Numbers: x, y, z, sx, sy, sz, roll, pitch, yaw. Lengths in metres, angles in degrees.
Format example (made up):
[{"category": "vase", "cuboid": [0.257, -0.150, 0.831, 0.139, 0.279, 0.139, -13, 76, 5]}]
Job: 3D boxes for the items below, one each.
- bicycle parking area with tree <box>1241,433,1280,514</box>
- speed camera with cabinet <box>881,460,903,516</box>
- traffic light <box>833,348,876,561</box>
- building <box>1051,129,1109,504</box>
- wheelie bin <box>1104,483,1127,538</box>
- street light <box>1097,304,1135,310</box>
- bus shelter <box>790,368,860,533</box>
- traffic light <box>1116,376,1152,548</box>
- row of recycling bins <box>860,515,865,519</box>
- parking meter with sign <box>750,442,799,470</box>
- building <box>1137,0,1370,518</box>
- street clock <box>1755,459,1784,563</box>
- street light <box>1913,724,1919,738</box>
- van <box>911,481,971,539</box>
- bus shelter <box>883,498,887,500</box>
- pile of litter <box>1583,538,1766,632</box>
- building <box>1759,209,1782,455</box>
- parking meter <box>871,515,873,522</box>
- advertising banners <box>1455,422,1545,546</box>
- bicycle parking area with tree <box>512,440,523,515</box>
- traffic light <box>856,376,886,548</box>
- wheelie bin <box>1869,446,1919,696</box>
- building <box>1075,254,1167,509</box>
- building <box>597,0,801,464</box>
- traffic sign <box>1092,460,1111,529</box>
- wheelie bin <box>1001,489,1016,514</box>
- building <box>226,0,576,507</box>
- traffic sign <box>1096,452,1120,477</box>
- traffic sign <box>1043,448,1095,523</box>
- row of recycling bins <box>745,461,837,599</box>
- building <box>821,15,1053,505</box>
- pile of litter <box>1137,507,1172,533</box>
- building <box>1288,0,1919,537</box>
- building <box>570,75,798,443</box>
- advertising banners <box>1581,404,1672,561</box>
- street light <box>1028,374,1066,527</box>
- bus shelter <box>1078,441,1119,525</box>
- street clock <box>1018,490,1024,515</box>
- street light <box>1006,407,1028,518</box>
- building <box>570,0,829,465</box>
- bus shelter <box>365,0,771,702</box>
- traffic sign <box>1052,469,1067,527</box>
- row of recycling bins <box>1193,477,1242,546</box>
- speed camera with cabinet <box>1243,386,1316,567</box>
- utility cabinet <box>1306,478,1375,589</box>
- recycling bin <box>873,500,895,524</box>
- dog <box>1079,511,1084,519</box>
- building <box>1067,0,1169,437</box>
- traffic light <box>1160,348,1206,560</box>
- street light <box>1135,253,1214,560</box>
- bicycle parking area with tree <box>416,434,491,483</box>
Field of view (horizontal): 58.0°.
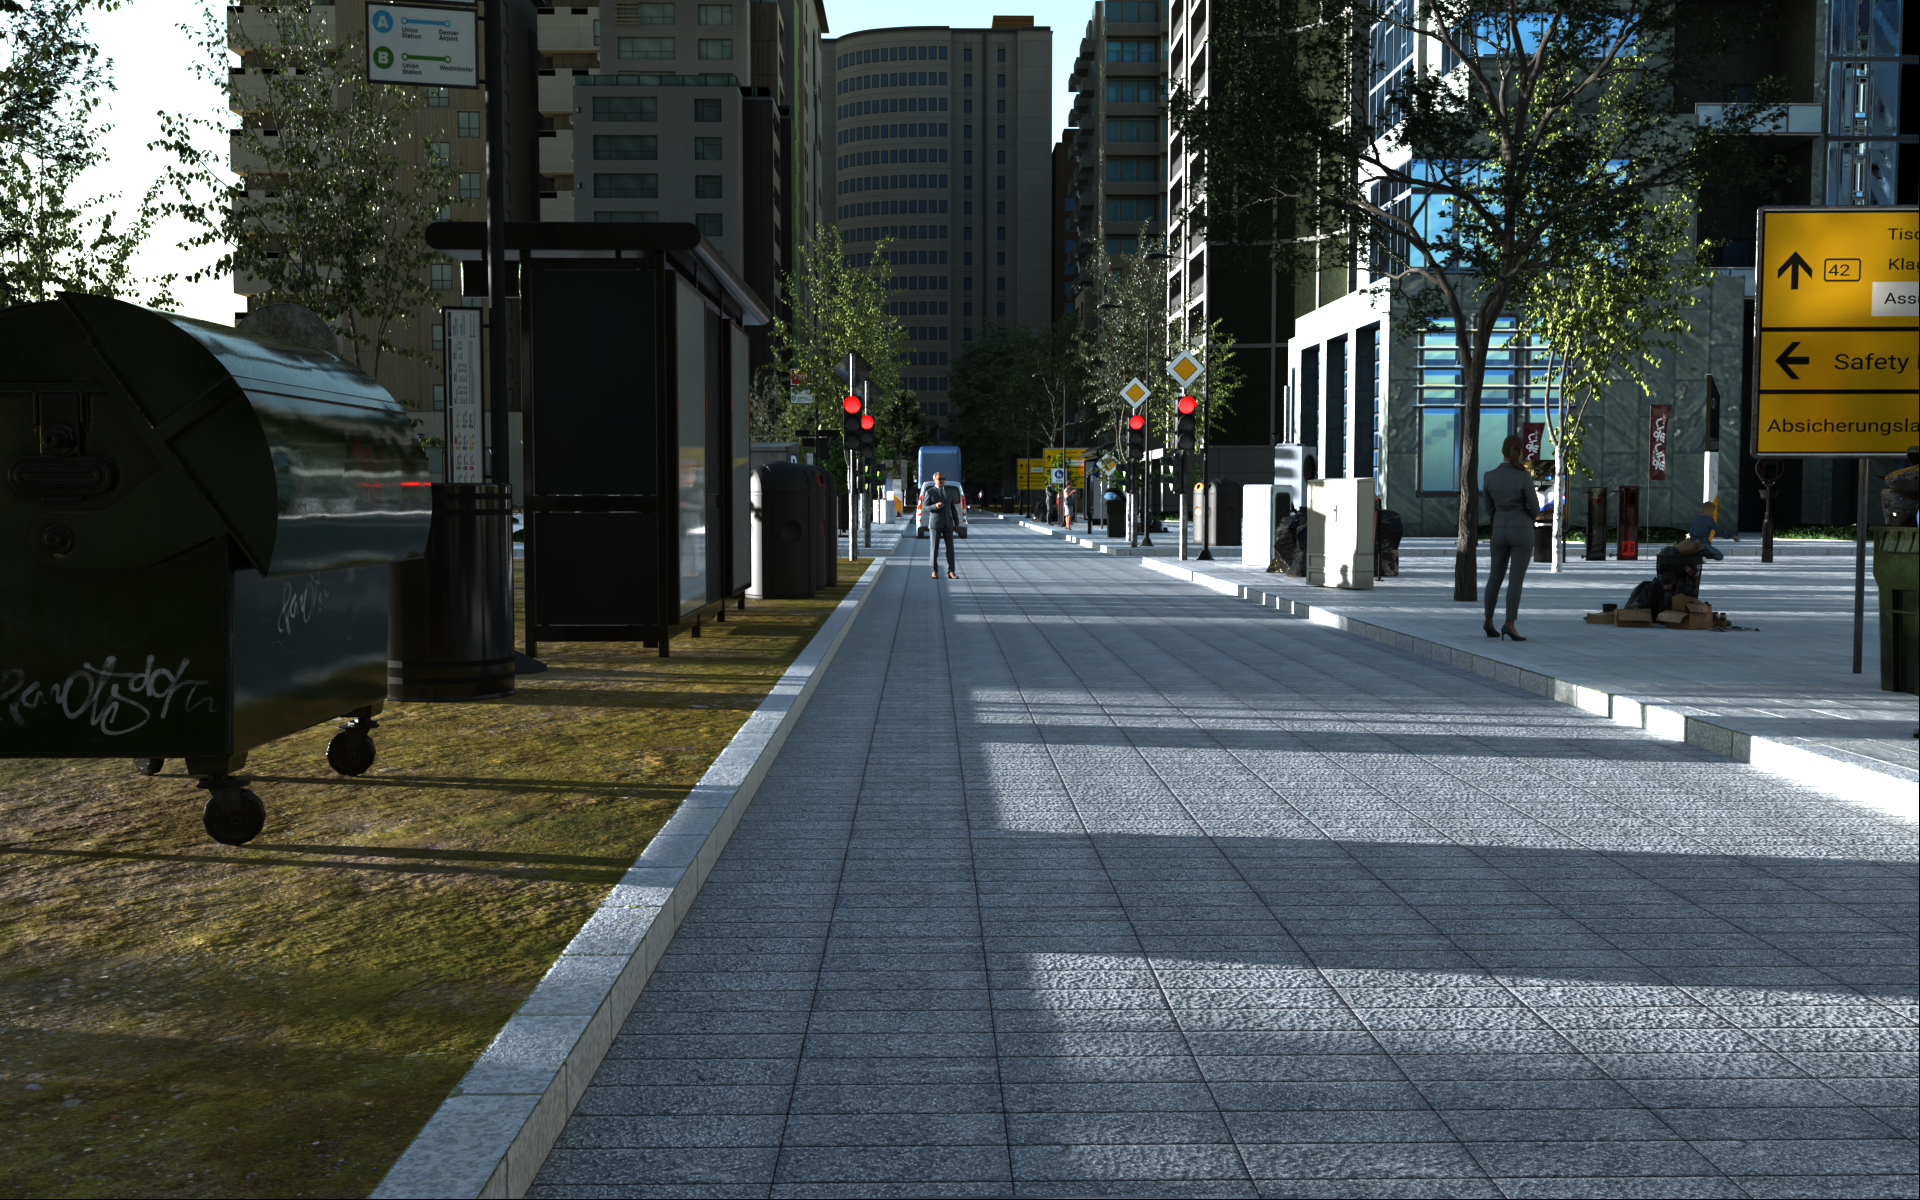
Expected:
[{"category": "bicycle parking area with tree", "cuboid": [17.362, -5.798, 81.793, 8.231, 4.147, 9.016, 0, 4, 6]}, {"category": "speed camera with cabinet", "cuboid": [-3.990, -6.479, 100.265, 0.660, 3.252, 2.038, -2, 4, -27]}, {"category": "traffic light", "cuboid": [-2.040, -2.719, 33.382, 0.839, 4.253, 0.868, 0, 4, -1]}, {"category": "building", "cuboid": [18.459, -34.583, 215.547, 14.200, 45.320, 14.600, 0, 4, -1]}, {"category": "wheelie bin", "cuboid": [4.622, -2.652, 51.263, 0.693, 1.594, 0.980, 0, 4, 8]}, {"category": "street light", "cuboid": [4.050, -4.273, 42.407, 1.470, 5.913, 1.316, 0, 4, -1]}, {"category": "bus shelter", "cuboid": [-4.374, -4.909, 57.891, 2.179, 5.291, 8.768, 0, 4, -1]}, {"category": "traffic light", "cuboid": [4.168, -3.216, 41.502, 0.839, 4.253, 0.868, 0, 4, -1]}, {"category": "row of recycling bins", "cuboid": [-5.442, -5.001, 88.877, 1.069, 1.692, 3.534, 1, 4, 13]}, {"category": "parking meter with sign", "cuboid": [-2.744, -1.781, 25.382, 1.738, 3.016, 0.543, 1, 4, 17]}, {"category": "building", "cuboid": [20.932, -40.172, 95.068, 20.563, 71.187, 20.611, 0, 4, -1]}, {"category": "street clock", "cuboid": [15.074, -1.695, 32.289, 0.471, 2.002, 0.358, 1, 4, 21]}, {"category": "street light", "cuboid": [4.659, -2.228, 8.970, 1.470, 5.913, 1.316, 0, 4, -1]}, {"category": "van", "cuboid": [-0.611, -3.067, 57.154, 2.013, 2.044, 4.112, 0, 4, -1]}, {"category": "bus shelter", "cuboid": [-5.356, -7.120, 110.338, 2.014, 3.302, 5.546, 0, 4, -1]}, {"category": "pile of litter", "cuboid": [6.870, -0.174, 16.814, 1.176, 0.858, 1.719, -1, 4, -19]}, {"category": "building", "cuboid": [67.263, -33.724, 175.087, 21.600, 48.544, 21.300, 0, 4, -1]}, {"category": "parking meter", "cuboid": [-4.254, -4.442, 81.042, 0.372, 1.533, 0.369, 0, 3, 0]}, {"category": "advertising banners", "cuboid": [13.261, -2.835, 42.533, 2.074, 3.025, 0.090, 1, 4, 11]}, {"category": "bicycle parking area with tree", "cuboid": [-25.134, -6.413, 91.862, 8.231, 4.147, 9.016, 2, 4, 34]}, {"category": "traffic light", "cuboid": [-2.192, -3.208, 41.366, 0.839, 4.253, 0.868, 0, 4, -1]}, {"category": "wheelie bin", "cuboid": [6.302, -0.194, 11.083, 0.693, 1.594, 0.980, -1, 4, -11]}, {"category": "building", "cuboid": [24.317, -18.019, 139.644, 27.650, 21.520, 28.899, 0, 4, -1]}, {"category": "building", "cuboid": [-20.169, -27.726, 136.914, 14.154, 41.232, 14.086, 0, 4, -1]}, {"category": "traffic sign", "cuboid": [5.196, -3.866, 63.317, 0.768, 2.556, 0.104, 0, 4, 0]}, {"category": "wheelie bin", "cuboid": [3.202, -6.499, 114.161, 0.980, 1.594, 0.693, 1, 4, 12]}, {"category": "building", "cuboid": [-54.694, -35.427, 168.474, 27.495, 52.752, 28.713, 0, 4, -1]}, {"category": "traffic sign", "cuboid": [4.541, -3.242, 52.744, 0.795, 2.593, 0.064, 0, 4, 6]}, {"category": "traffic sign", "cuboid": [4.778, -5.024, 76.012, 2.265, 3.308, 0.079, 1, 4, 8]}, {"category": "row of recycling bins", "cuboid": [-2.232, -0.958, 22.770, 1.069, 1.692, 3.534, 0, 4, 2]}, {"category": "building", "cuboid": [-3.242, -41.300, 217.251, 28.212, 58.520, 21.231, 0, 4, -1]}, {"category": "pile of litter", "cuboid": [6.159, -2.667, 57.569, 1.719, 0.858, 1.176, 1, 4, 23]}, {"category": "building", "cuboid": [27.891, -45.710, 60.031, 31.000, 86.520, 22.319, 0, 4, -1]}, {"category": "building", "cuboid": [-19.129, -21.496, 123.157, 14.160, 30.474, 14.107, 0, 4, -1]}, {"category": "advertising banners", "cuboid": [12.941, -2.286, 33.568, 2.074, 3.025, 0.090, -1, 4, -20]}, {"category": "street light", "cuboid": [3.508, -5.783, 67.098, 1.470, 5.913, 1.316, 0, 4, -1]}, {"category": "bus shelter", "cuboid": [5.925, -4.576, 68.737, 2.014, 3.302, 5.546, 0, 4, -1]}, {"category": "street clock", "cuboid": [3.706, -6.159, 105.270, 0.358, 2.002, 0.471, -1, 4, -14]}, {"category": "street light", "cuboid": [3.099, -7.312, 92.100, 1.470, 5.913, 1.316, 0, 4, -1]}, {"category": "building", "cuboid": [-27.204, -35.459, 168.995, 27.495, 52.752, 28.713, 0, 4, -1]}, {"category": "bus shelter", "cuboid": [-3.107, -2.277, 14.867, 2.179, 5.291, 8.768, 0, 4, -1]}, {"category": "traffic sign", "cuboid": [3.913, -4.051, 68.366, 0.606, 2.300, 0.079, 0, 4, 0]}, {"category": "row of recycling bins", "cuboid": [6.630, -2.284, 44.454, 1.069, 1.692, 3.534, 0, 4, 1]}, {"category": "speed camera with cabinet", "cuboid": [5.765, -2.249, 31.112, 0.660, 3.252, 2.038, 2, 4, 33]}, {"category": "utility cabinet", "cuboid": [5.171, -0.913, 23.612, 0.318, 1.500, 1.173, -1, 4, -22]}, {"category": "recycling bin", "cuboid": [-3.267, -3.807, 74.795, 0.722, 1.027, 0.722, 2, 4, 32]}, {"category": "dog", "cuboid": [6.508, -4.353, 88.907, 0.550, 0.427, 0.748, -3, 5, -42]}, {"category": "building", "cuboid": [22.198, -33.565, 168.390, 23.786, 49.044, 30.456, 0, 4, -1]}, {"category": "traffic light", "cuboid": [4.320, -2.728, 33.518, 0.839, 4.253, 0.868, 0, 4, -1]}, {"category": "street light", "cuboid": [4.231, -3.729, 33.504, 1.470, 5.913, 1.316, 0, 4, -1]}, {"category": "bicycle parking area with tree", "cuboid": [-28.170, -5.853, 82.699, 8.231, 4.147, 9.016, 1, 4, 17]}]
